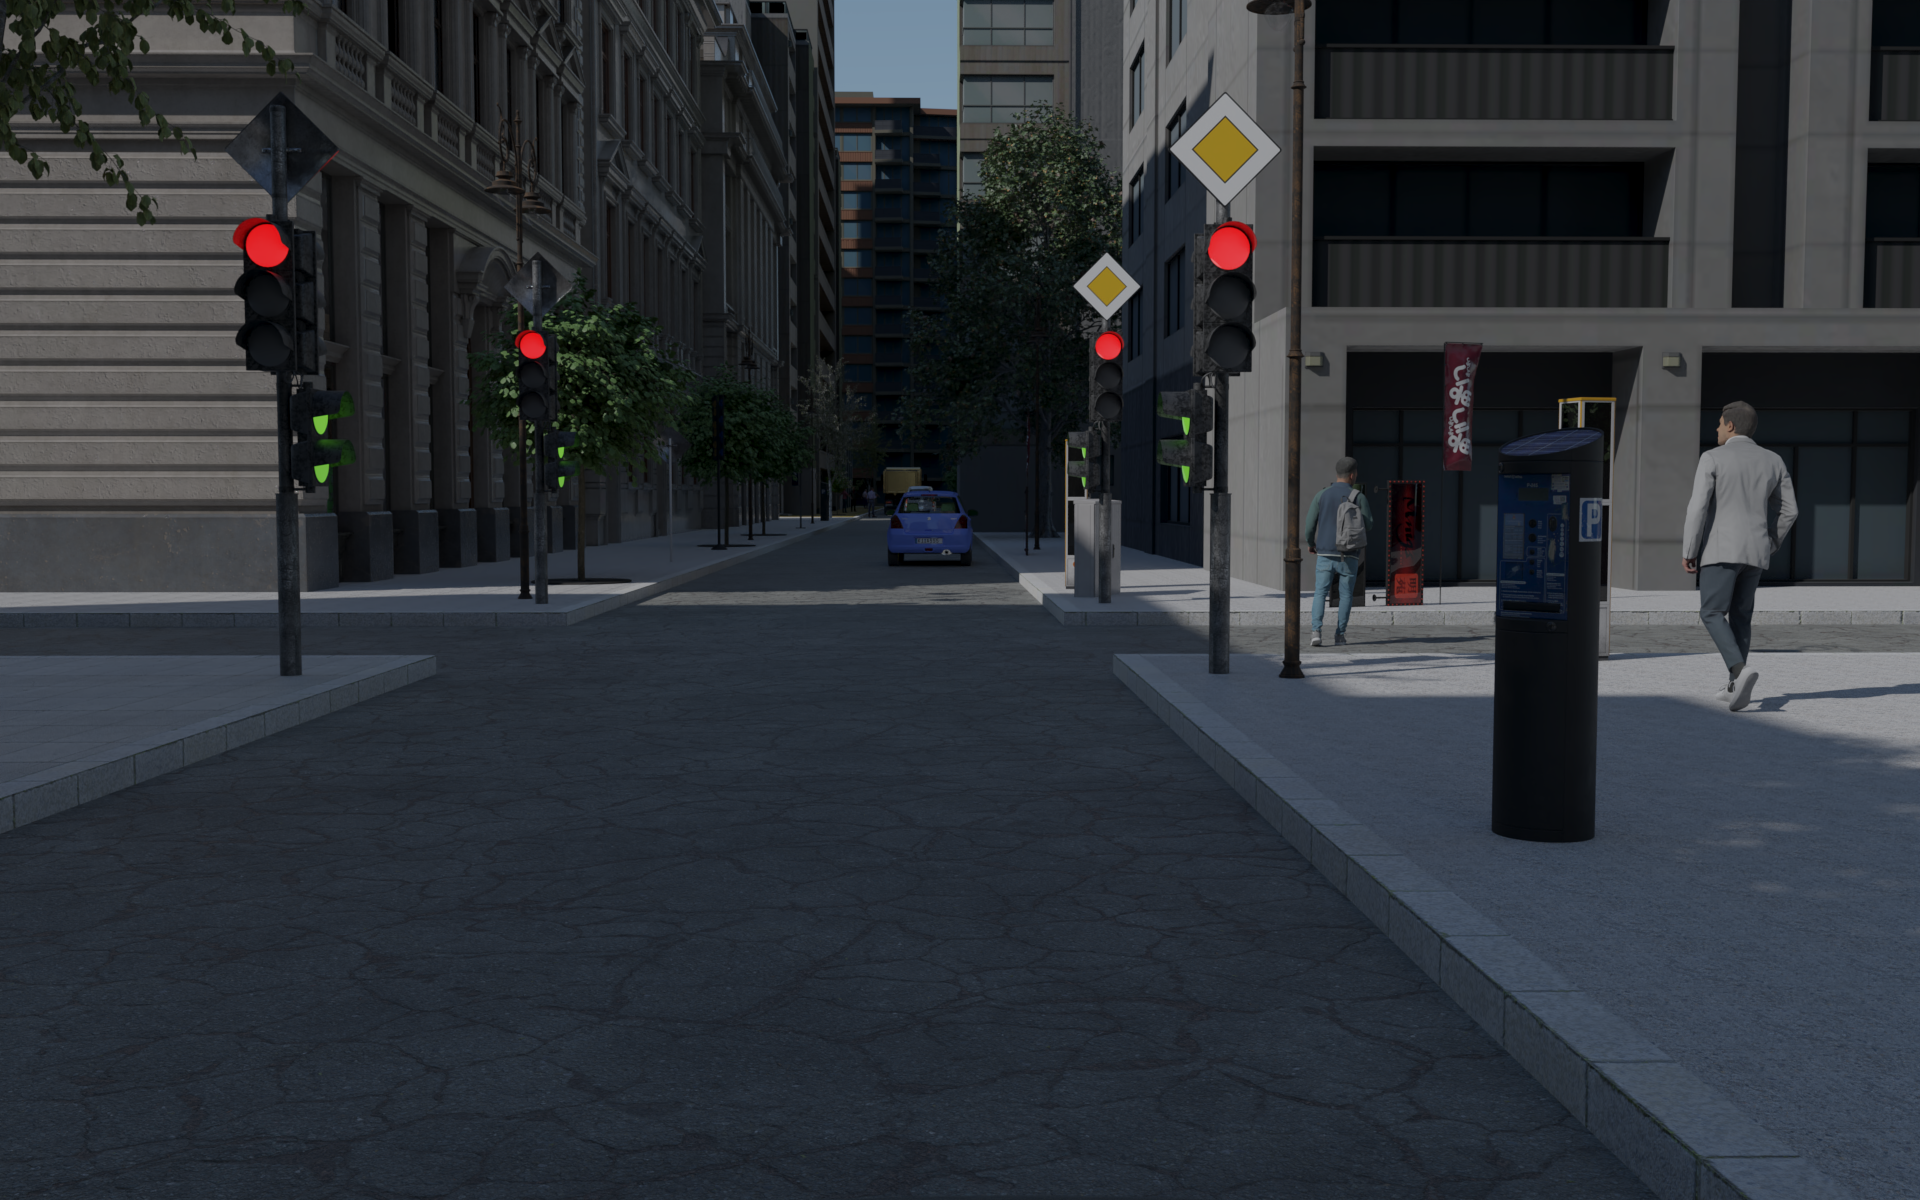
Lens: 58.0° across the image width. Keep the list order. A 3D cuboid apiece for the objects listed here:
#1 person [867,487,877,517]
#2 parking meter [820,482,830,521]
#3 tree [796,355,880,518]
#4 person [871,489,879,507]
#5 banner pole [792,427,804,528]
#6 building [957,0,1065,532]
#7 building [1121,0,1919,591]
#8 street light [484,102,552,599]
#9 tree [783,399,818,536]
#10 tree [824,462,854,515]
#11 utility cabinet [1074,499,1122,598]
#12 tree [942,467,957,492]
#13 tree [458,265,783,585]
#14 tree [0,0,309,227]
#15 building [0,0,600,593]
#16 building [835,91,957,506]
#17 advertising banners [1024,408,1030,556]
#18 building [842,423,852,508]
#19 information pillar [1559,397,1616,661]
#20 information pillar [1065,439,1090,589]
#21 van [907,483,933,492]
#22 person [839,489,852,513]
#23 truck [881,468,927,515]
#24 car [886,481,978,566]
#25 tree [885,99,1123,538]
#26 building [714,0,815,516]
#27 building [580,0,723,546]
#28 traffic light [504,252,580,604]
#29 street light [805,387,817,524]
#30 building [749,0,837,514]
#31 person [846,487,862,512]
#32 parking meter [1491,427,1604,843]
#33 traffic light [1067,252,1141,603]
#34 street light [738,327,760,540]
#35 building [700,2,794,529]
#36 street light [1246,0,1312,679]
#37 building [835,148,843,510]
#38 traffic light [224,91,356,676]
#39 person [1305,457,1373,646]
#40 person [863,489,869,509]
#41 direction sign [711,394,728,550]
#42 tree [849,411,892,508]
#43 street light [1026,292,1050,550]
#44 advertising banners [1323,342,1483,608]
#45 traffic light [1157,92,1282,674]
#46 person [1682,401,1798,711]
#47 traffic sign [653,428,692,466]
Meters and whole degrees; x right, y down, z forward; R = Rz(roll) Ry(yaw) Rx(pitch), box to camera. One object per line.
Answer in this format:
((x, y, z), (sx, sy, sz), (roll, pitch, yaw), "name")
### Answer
((-5.346, -5.984, 106.206), (0.709, 1.838, 0.599), (2, 4, 30), "person")
((-6.442, -4.701, 82.578), (0.399, 1.863, 0.255), (2, 4, 25), "parking meter")
((-6.704, -8.681, 92.291), (4.360, 8.622, 3.978), (0, 3, 0), "tree")
((-8.554, -10.067, 170.638), (1.348, 1.824, 0.705), (-1, 4, -11), "person")
((-6.094, -4.579, 64.879), (0.401, 3.779, 0.863), (-3, 4, -37), "banner pole")
((6.883, -23.248, 63.702), (14.154, 41.232, 14.086), (0, 4, -1), "building")
((14.370, -36.257, 31.059), (20.611, 71.187, 20.563), (0, 4, -1), "building")
((-5.322, -2.950, 21.018), (0.468, 5.910, 1.993), (0, 4, -1), "street light")
((-5.806, -3.585, 42.331), (4.285, 4.588, 4.351), (0, 3, 0), "tree")
((-7.554, -6.779, 105.433), (1.663, 3.219, 1.824), (0, 3, 0), "tree")
((1.754, -0.659, 21.942), (0.306, 1.237, 1.020), (2, 4, 24), "utility cabinet")
((-0.139, -11.573, 172.926), (4.285, 4.588, 4.351), (0, 3, 0), "tree")
((-5.444, -2.521, 24.935), (4.285, 4.588, 4.351), (0, 3, 0), "tree")
((-5.280, -3.585, 8.971), (4.737, 8.622, 4.395), (0, 3, 0), "tree")
((-13.481, -12.365, 31.040), (11.050, 23.489, 19.941), (0, 4, -1), "building")
((-13.417, -32.831, 191.410), (28.867, 44.769, 22.147), (0, 4, -1), "building")
((1.407, -2.453, 36.294), (0.090, 3.025, 2.074), (0, 4, 1), "advertising banners")
((-25.854, -51.578, 155.979), (31.000, 86.520, 22.319), (0, 4, -1), "building")
((4.820, -0.543, 13.371), (0.304, 2.012, 0.304), (-1, 4, -13), "information pillar")
((1.593, -1.157, 23.404), (0.304, 2.012, 0.304), (1, 4, 12), "information pillar")
((-2.120, -5.266, 93.116), (2.013, 2.044, 4.112), (0, 4, 0), "van")
((-7.855, -6.842, 118.632), (1.217, 1.743, 0.721), (3, 5, 40), "person")
((-4.108, -7.896, 125.023), (3.469, 3.379, 9.791), (0, 4, -1), "truck")
((-0.590, -1.601, 35.771), (1.945, 1.707, 3.694), (0, 4, 1), "car")
((2.590, -8.175, 50.676), (9.611, 12.733, 9.660), (0, 3, 0), "tree")
((-16.055, -20.237, 102.581), (14.160, 30.474, 14.107), (0, 4, -1), "building")
((-14.041, -13.175, 51.568), (11.583, 22.565, 21.152), (0, 4, -1), "building")
((-4.874, -1.909, 20.135), (0.839, 4.253, 0.868), (0, 4, -1), "traffic light")
((-6.411, -6.258, 75.113), (0.468, 5.910, 1.993), (0, 4, -1), "street light")
((-19.843, -30.341, 119.782), (21.300, 48.544, 21.600), (0, 4, -1), "building")
((-7.748, -7.331, 126.042), (1.348, 1.807, 0.705), (-2, 4, -24), "person")
((2.204, 0.117, 6.505), (0.372, 1.533, 0.369), (0, 3, 0), "parking meter")
((1.686, -1.918, 20.275), (0.839, 4.253, 0.868), (0, 4, -1), "traffic light")
((-5.836, -4.607, 48.108), (0.468, 5.910, 1.993), (0, 4, -1), "street light")
((-14.651, -14.211, 74.143), (13.314, 21.916, 24.055), (0, 4, -1), "building")
((2.321, -2.394, 11.936), (0.468, 5.910, 1.993), (0, 4, -1), "street light")
((-16.773, -22.417, 138.223), (14.160, 30.474, 14.107), (0, 4, -1), "building")
((-4.723, -1.421, 12.151), (0.839, 4.253, 0.868), (0, 4, -1), "traffic light")
((3.578, -0.460, 16.370), (0.623, 1.781, 0.721), (1, 4, 10), "person")
((-8.165, -8.764, 150.271), (0.436, 1.711, 0.756), (-1, 4, -21), "person")
((-5.542, -2.921, 39.760), (0.379, 3.537, 0.876), (-2, 4, -24), "direction sign")
((-7.981, -12.313, 151.684), (4.737, 8.622, 4.395), (0, 3, 0), "tree")
((1.778, -4.102, 39.856), (0.468, 5.910, 1.993), (0, 4, -1), "street light")
((5.072, -1.443, 19.782), (2.074, 3.025, 0.090), (-1, 4, -19), "advertising banners")
((1.837, -1.429, 12.291), (0.839, 4.253, 0.868), (0, 4, -1), "traffic light")
((4.708, -0.277, 10.413), (0.661, 1.843, 0.795), (0, 4, -3), "person")
((-5.465, -2.011, 32.621), (0.795, 2.593, 0.064), (0, 4, 0), "traffic sign")
